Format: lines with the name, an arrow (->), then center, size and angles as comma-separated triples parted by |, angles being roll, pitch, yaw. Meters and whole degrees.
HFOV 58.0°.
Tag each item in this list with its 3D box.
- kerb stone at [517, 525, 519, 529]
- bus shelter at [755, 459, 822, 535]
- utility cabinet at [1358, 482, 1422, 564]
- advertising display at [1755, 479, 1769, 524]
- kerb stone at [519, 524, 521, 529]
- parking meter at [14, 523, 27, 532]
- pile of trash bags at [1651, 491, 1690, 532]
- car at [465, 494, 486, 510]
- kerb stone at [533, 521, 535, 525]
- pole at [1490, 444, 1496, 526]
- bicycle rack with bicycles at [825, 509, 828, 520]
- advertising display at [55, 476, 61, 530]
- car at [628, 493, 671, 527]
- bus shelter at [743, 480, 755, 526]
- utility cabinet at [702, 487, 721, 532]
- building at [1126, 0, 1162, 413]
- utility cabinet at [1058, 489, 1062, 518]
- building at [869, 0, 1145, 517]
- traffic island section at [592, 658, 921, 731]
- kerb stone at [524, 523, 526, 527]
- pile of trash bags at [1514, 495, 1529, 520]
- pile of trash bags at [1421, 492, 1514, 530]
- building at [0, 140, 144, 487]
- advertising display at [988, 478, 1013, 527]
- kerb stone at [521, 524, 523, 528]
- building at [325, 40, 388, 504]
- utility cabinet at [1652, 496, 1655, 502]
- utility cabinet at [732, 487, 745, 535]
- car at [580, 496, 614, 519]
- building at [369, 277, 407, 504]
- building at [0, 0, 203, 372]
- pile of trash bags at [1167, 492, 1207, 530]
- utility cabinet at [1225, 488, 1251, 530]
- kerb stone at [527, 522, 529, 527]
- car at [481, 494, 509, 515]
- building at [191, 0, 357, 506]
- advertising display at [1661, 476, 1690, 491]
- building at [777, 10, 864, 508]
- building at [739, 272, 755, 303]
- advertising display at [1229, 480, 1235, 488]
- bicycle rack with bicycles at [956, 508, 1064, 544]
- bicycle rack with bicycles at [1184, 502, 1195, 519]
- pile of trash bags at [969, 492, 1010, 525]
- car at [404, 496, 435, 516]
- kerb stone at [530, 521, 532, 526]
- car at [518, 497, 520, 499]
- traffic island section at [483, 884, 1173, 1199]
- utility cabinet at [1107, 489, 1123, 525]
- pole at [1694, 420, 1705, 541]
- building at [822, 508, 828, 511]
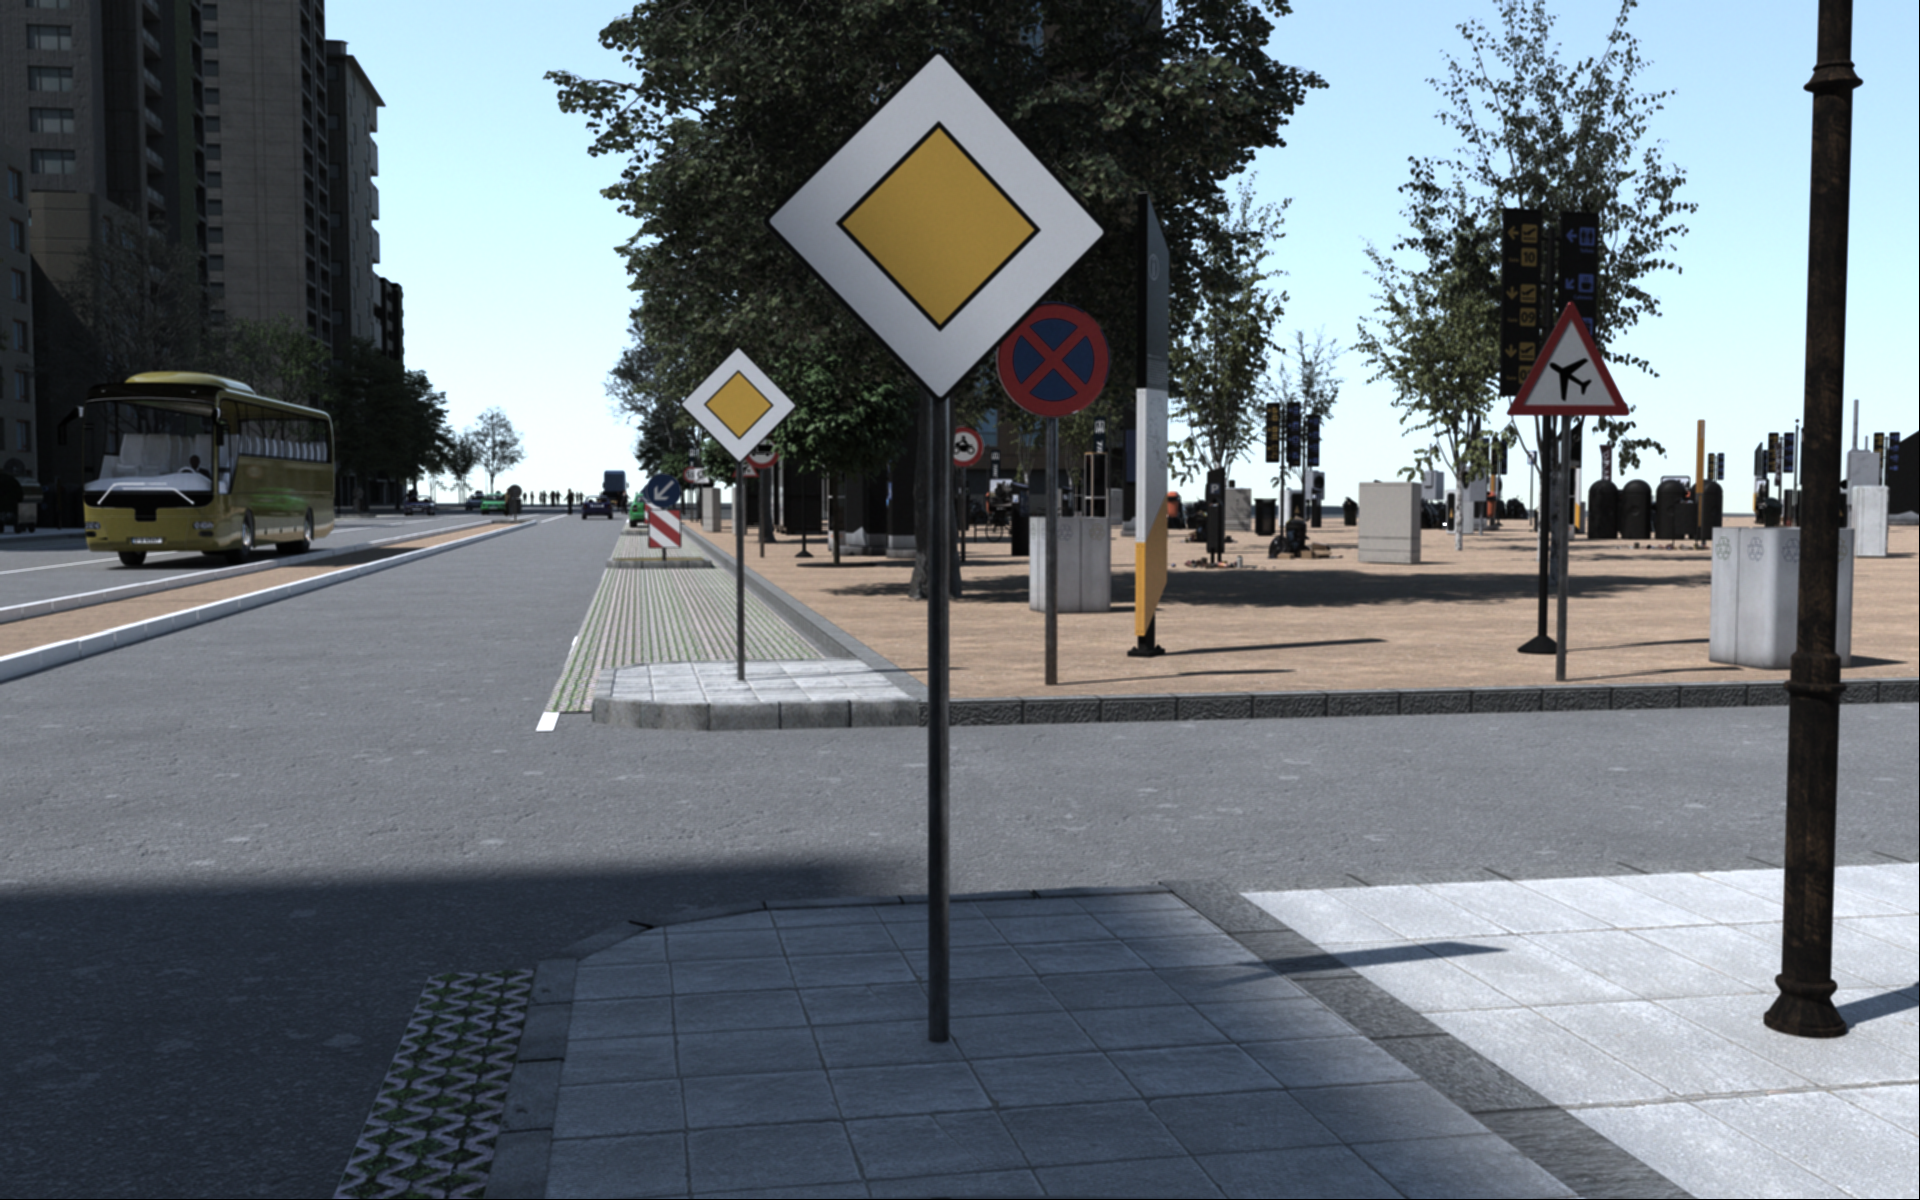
kerb stone -> -17.790, -2.869, 69.107 | 0.120, 0.150, 1.000 | -1, 4, -10
bus shelter -> -5.426, -4.930, 58.234 | 2.179, 5.291, 8.768 | -1, 4, -11
utility cabinet -> 7.908, -1.418, 31.863 | 0.318, 1.500, 1.173 | -3, 5, -40
advertising display -> 34.095, -4.185, 73.640 | 0.123, 1.923, 0.974 | 0, 4, 0
kerb stone -> -17.980, -2.929, 70.115 | 0.120, 0.150, 1.000 | -1, 4, -10
parking meter -> -32.058, -3.097, 59.040 | 0.372, 1.533, 0.369 | 0, 3, 0
pile of trash bags -> 23.501, -3.004, 58.863 | 1.912, 1.369, 3.447 | -2, 4, -31
car -> -42.763, -8.659, 153.577 | 2.014, 1.417, 4.499 | -1, 4, -9
kerb stone -> -19.660, -3.486, 79.185 | 0.120, 0.150, 1.000 | -1, 4, -10
pole -> 21.629, -4.673, 70.250 | 0.158, 3.312, 0.155 | 0, 3, 0
bicycle rack with bicycles -> -4.869, -4.141, 81.081 | 2.925, 0.926, 2.852 | -1, 4, -9
advertising display -> -32.745, -3.528, 62.892 | 0.123, 1.923, 0.974 | -2, 4, -31
car -> -13.434, -4.066, 75.277 | 1.959, 1.807, 4.718 | -1, 4, -10
bus shelter -> -8.501, -5.836, 73.043 | 2.179, 5.291, 8.768 | -1, 4, -11
utility cabinet -> -8.364, -3.042, 58.417 | 0.318, 1.500, 1.173 | -2, 4, -25
building -> 1.396, -41.815, 121.929 | 20.563, 71.187, 20.611 | -1, 4, -10
utility cabinet -> 3.826, -3.648, 68.324 | 0.318, 1.500, 1.173 | -1, 4, -13
building -> 2.277, -27.794, 104.540 | 14.600, 45.320, 14.200 | -1, 4, -10
traffic island section -> -1.488, 0.632, 11.942 | 2.009, 0.180, 2.903 | -1, 4, -10
kerb stone -> -18.542, -3.115, 73.142 | 0.120, 0.150, 1.000 | -1, 4, -10
pile of trash bags -> 28.351, -4.769, 87.719 | 3.447, 1.369, 1.912 | 1, 4, 13
pile of trash bags -> 18.012, -3.264, 63.125 | 1.912, 1.369, 3.447 | -3, 5, -43
building -> -62.157, -15.098, 91.900 | 27.650, 21.520, 28.899 | -1, 4, -10
advertising display -> 1.602, -3.830, 67.840 | 0.974, 1.923, 0.123 | 0, 3, 0
kerb stone -> -18.161, -2.992, 71.121 | 0.120, 0.150, 1.000 | -1, 4, -10
building -> -83.859, -37.618, 204.285 | 28.713, 52.752, 27.495 | -1, 4, -10
utility cabinet -> 29.631, -3.874, 74.499 | 0.306, 1.237, 1.020 | 2, 4, 29
utility cabinet -> -6.911, -2.778, 54.095 | 0.318, 1.500, 1.173 | -1, 4, -13
car -> -20.800, -5.305, 99.312 | 1.945, 1.354, 3.894 | -1, 4, -12
building -> -80.812, -27.825, 226.645 | 14.160, 30.474, 14.107 | -1, 4, -10
building -> -59.157, -26.308, 113.727 | 14.154, 41.232, 14.086 | -1, 4, -10
pile of trash bags -> 8.208, -3.289, 63.522 | 1.912, 1.369, 3.447 | 1, 4, 22
utility cabinet -> 9.590, -3.177, 60.617 | 1.173, 1.500, 0.318 | 0, 4, 6
kerb stone -> -18.912, -3.239, 75.154 | 0.120, 0.150, 1.000 | -1, 4, -10
car -> -32.324, -6.844, 120.699 | 1.959, 1.807, 4.718 | -1, 4, -10
building -> -75.121, -45.414, 180.763 | 20.563, 71.187, 20.611 | -1, 4, -10
advertising display -> 25.581, -3.471, 61.963 | 0.974, 1.923, 0.123 | 2, 4, 24
building -> -14.728, -46.940, 205.720 | 20.563, 71.187, 20.611 | -1, 4, -10
building -> -18.528, -35.305, 231.858 | 22.147, 44.769, 28.867 | -1, 4, -10
advertising display -> 12.502, -4.557, 79.725 | 0.123, 1.923, 0.974 | 0, 4, -1
bicycle rack with bicycles -> 1.841, -1.978, 45.727 | 2.852, 0.926, 2.925 | 3, 5, 40
bicycle rack with bicycles -> 11.739, -4.301, 83.702 | 2.852, 0.926, 2.925 | 2, 4, 33
pile of trash bags -> 1.222, -3.907, 73.638 | 1.912, 1.369, 3.447 | 0, 4, 3
car -> -36.105, -6.311, 115.764 | 1.945, 1.354, 3.894 | -1, 4, -12
kerb stone -> -19.283, -3.362, 77.173 | 0.120, 0.150, 1.000 | -1, 4, -10
car -> -50.137, -11.266, 193.233 | 2.155, 1.783, 4.494 | -1, 4, -11
traffic island section -> -0.031, 1.113, 4.091 | 2.009, 0.180, 2.903 | -1, 4, -10
utility cabinet -> 6.262, -3.785, 70.563 | 0.318, 1.500, 1.173 | 2, 4, 30
pole -> 20.335, -3.288, 47.608 | 0.158, 3.312, 0.155 | 0, 3, 0
building -> -1.940, -43.070, 142.440 | 20.563, 71.187, 20.611 | -1, 4, -10
